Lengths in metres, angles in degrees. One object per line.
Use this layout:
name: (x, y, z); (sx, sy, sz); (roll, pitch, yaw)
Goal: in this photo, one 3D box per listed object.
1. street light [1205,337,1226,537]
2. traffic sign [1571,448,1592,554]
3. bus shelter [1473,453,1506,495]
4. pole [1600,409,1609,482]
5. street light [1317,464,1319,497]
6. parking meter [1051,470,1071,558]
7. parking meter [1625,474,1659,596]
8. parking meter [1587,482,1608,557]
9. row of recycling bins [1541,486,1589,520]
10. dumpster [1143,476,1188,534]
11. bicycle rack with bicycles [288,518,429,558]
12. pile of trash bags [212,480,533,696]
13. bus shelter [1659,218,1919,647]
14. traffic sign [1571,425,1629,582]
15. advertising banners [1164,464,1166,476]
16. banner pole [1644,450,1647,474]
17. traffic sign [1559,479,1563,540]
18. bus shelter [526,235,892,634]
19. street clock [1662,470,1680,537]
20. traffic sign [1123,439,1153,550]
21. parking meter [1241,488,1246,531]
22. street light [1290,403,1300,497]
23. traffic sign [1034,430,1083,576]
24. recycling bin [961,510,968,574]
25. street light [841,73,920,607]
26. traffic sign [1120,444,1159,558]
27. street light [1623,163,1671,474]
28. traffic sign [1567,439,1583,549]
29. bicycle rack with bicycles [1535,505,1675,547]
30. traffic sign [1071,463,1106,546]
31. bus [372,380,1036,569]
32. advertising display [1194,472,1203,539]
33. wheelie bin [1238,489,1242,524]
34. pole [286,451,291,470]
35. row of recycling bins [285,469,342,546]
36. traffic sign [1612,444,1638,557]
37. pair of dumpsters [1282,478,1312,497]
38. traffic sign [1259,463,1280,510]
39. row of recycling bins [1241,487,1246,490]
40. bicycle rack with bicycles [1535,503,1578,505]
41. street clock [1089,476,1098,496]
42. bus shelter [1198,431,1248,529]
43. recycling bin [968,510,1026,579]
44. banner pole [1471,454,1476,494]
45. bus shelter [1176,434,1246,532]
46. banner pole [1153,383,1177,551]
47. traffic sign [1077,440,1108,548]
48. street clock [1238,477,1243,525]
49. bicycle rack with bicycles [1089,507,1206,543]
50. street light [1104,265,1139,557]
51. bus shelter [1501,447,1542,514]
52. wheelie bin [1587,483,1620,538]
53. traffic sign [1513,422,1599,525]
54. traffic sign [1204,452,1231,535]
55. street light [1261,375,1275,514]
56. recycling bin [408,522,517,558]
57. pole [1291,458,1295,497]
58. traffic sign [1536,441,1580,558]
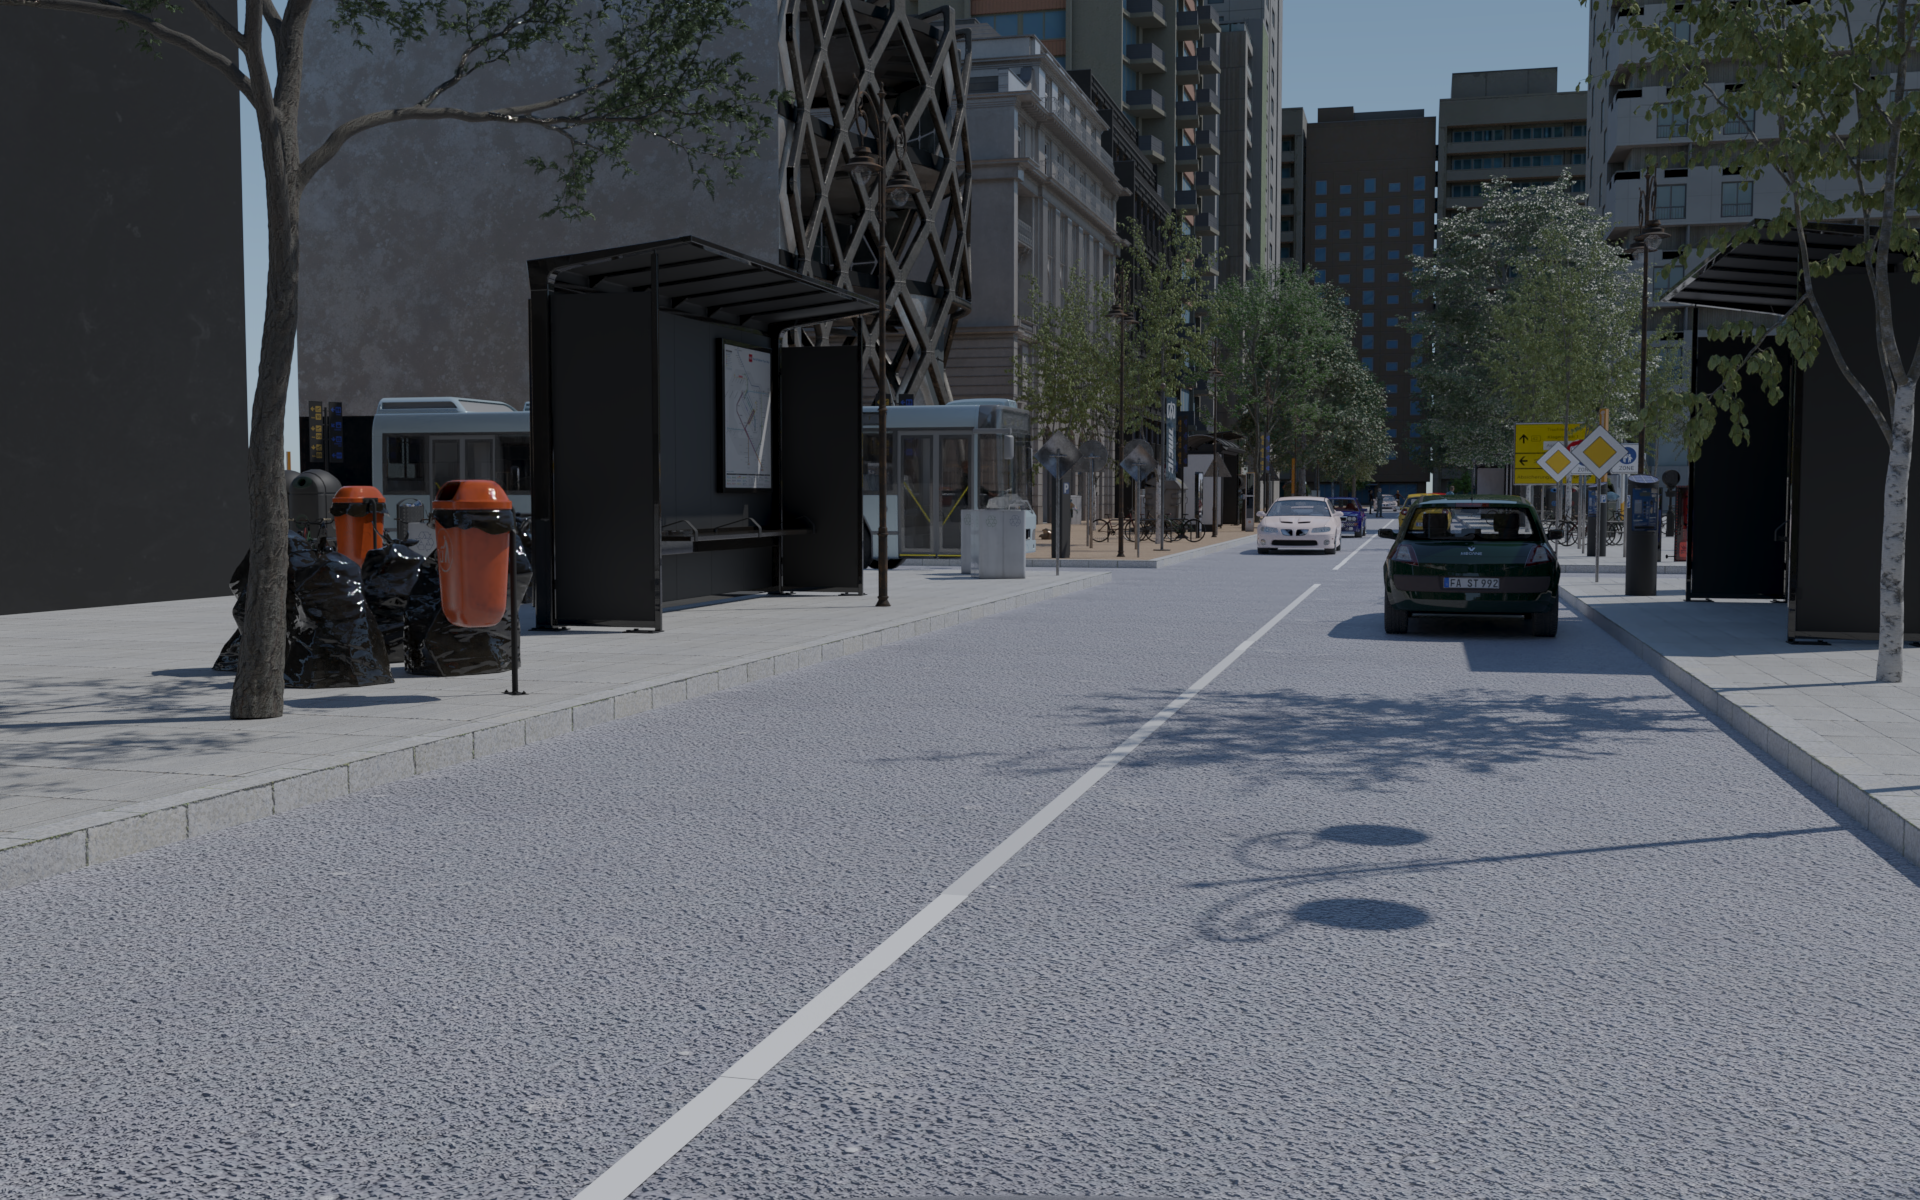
street light: (7.542, -4.798, 51.234); (0.468, 5.910, 1.993); (1, 4, 15)
traffic sign: (13.416, -2.146, 37.220); (0.606, 2.300, 0.079); (1, 4, 22)
bus shelter: (26.878, -5.707, 87.241); (2.014, 3.302, 5.546); (1, 4, 15)
pole: (15.396, -2.914, 41.488); (0.158, 3.312, 0.155); (0, 3, 0)
street light: (20.659, -7.781, 100.007); (0.468, 5.910, 1.993); (1, 4, 15)
parking meter: (2.024, -1.772, 34.685); (0.255, 1.863, 0.399); (2, 4, 33)
parking meter: (8.620, -0.824, 21.886); (0.372, 1.533, 0.369); (0, 3, 0)
parking meter: (13.076, -1.660, 35.545); (0.372, 1.533, 0.369); (0, 3, 0)
row of recycling bins: (30.018, -4.844, 86.319); (3.534, 1.692, 1.069); (1, 4, 14)
dumpster: (6.648, -3.080, 56.122); (1.264, 1.857, 1.865); (1, 4, 15)
bicycle rack with bicycles: (-8.984, -0.748, 25.615); (2.852, 0.926, 2.925); (1, 4, 11)
pile of trash bags: (-3.886, -0.141, 12.064); (1.912, 1.369, 3.447); (-3, 4, -37)
bus shelter: (8.383, -1.608, 17.575); (1.731, 3.624, 6.357); (1, 4, 15)
traffic sign: (9.256, -1.313, 25.118); (0.795, 2.450, 0.064); (1, 4, 15)
advertising banners: (12.562, -6.331, 99.704); (2.074, 3.025, 0.090); (2, 4, 30)
banner pole: (34.273, -5.940, 87.136); (0.863, 3.779, 0.401); (-3, 4, -36)
traffic sign: (16.884, -2.970, 48.662); (0.768, 2.556, 0.104); (2, 4, 24)
bus shelter: (-2.481, -1.694, 18.983); (1.731, 3.624, 6.357); (1, 4, 15)
street clock: (21.282, -2.893, 51.873); (0.471, 2.002, 0.358); (0, 4, 3)
traffic sign: (4.079, -2.440, 39.994); (0.768, 2.556, 0.104); (2, 4, 25)
parking meter: (9.962, -3.163, 60.126); (0.372, 1.533, 0.369); (0, 3, 0)
street light: (16.271, -6.801, 83.985); (0.468, 5.910, 1.993); (1, 4, 15)
traffic sign: (1.538, -1.441, 27.196); (0.795, 2.450, 0.064); (1, 4, 15)
recycling bin: (0.499, -0.934, 27.820); (0.722, 1.027, 0.722); (3, 4, 38)
street light: (-0.879, -2.863, 19.604); (0.468, 5.910, 1.993); (1, 4, 15)
traffic sign: (3.601, -1.912, 34.911); (0.795, 2.450, 0.064); (1, 4, 15)
street light: (9.699, -3.168, 24.589); (0.468, 5.910, 1.993); (1, 4, 15)
traffic sign: (14.486, -2.467, 40.440); (0.768, 2.556, 0.104); (1, 4, 17)
bicycle rack with bicycles: (15.894, -1.835, 43.389); (2.925, 0.926, 2.852); (0, 4, -4)
traffic sign: (3.127, -2.589, 42.338); (0.884, 2.594, 0.081); (2, 4, 24)
bus: (-4.430, -2.290, 32.299); (13.247, 3.499, 2.948); (1, 4, 16)
advertising display: (6.931, -2.755, 50.263); (0.123, 1.923, 0.974); (1, 4, 15)
wheelie bin: (11.694, -4.014, 73.538); (0.693, 1.594, 0.980); (3, 5, 40)
pole: (-32.082, -5.443, 82.830); (0.158, 3.312, 0.155); (0, 3, 0)
row of recycling bins: (-11.903, -1.392, 29.880); (3.534, 1.692, 1.069); (2, 4, 34)
traffic sign: (13.466, -2.012, 35.033); (0.606, 2.300, 0.079); (1, 4, 15)
pair of dumpsters: (19.657, -6.034, 101.153); (1.574, 2.255, 4.437); (1, 4, 15)
traffic sign: (12.608, -4.320, 70.629); (0.884, 2.594, 0.081); (2, 4, 23)
row of recycling bins: (16.038, -5.914, 103.806); (1.069, 1.692, 3.534); (-3, 5, -41)
bicycle rack with bicycles: (21.711, -2.940, 61.451); (2.852, 0.926, 2.925); (-3, 5, -44)
street clock: (5.381, -3.988, 69.768); (0.358, 2.002, 0.471); (1, 4, 9)
bus shelter: (10.041, -4.659, 67.461); (1.731, 3.624, 6.357); (1, 4, 15)
recycling bin: (0.580, -0.851, 26.474); (0.722, 1.027, 0.722); (-1, 4, -11)
banner pole: (28.630, -6.519, 96.603); (0.401, 3.779, 0.863); (0, 4, 1)
bus shelter: (8.769, -4.105, 61.042); (2.014, 3.302, 5.546); (1, 4, 15)
banner pole: (4.707, -3.013, 39.286); (0.401, 3.779, 0.863); (3, 4, 36)
traffic sign: (3.100, -2.494, 40.887); (0.768, 2.556, 0.104); (1, 4, 21)
street clock: (11.355, -4.064, 71.022); (0.471, 2.002, 0.358); (2, 4, 35)
bicycle rack with bicycles: (5.211, -2.027, 46.522); (2.925, 0.926, 2.852); (2, 4, 26)
street light: (3.283, -3.816, 35.176); (0.468, 5.910, 1.993); (1, 4, 15)
bus shelter: (25.506, -6.125, 77.770); (2.179, 5.291, 8.768); (1, 4, 15)
wheelie bin: (18.951, -2.640, 51.065); (0.980, 1.594, 0.693); (3, 5, 44)
traffic sign: (16.873, -3.379, 49.117); (2.265, 3.308, 0.079); (1, 4, 23)
traffic sign: (7.973, -3.286, 53.723); (0.884, 2.594, 0.081); (2, 4, 25)
street light: (11.935, -5.778, 67.255); (0.468, 5.910, 1.993); (1, 4, 15)
recycling bin: (-4.416, -0.176, 15.427); (0.722, 1.027, 0.722); (1, 4, 11)
pole: (19.004, -6.422, 98.839); (0.158, 3.312, 0.155); (0, 3, 0)
traffic sign: (11.320, -1.785, 32.832); (0.795, 2.450, 0.064); (1, 4, 15)
